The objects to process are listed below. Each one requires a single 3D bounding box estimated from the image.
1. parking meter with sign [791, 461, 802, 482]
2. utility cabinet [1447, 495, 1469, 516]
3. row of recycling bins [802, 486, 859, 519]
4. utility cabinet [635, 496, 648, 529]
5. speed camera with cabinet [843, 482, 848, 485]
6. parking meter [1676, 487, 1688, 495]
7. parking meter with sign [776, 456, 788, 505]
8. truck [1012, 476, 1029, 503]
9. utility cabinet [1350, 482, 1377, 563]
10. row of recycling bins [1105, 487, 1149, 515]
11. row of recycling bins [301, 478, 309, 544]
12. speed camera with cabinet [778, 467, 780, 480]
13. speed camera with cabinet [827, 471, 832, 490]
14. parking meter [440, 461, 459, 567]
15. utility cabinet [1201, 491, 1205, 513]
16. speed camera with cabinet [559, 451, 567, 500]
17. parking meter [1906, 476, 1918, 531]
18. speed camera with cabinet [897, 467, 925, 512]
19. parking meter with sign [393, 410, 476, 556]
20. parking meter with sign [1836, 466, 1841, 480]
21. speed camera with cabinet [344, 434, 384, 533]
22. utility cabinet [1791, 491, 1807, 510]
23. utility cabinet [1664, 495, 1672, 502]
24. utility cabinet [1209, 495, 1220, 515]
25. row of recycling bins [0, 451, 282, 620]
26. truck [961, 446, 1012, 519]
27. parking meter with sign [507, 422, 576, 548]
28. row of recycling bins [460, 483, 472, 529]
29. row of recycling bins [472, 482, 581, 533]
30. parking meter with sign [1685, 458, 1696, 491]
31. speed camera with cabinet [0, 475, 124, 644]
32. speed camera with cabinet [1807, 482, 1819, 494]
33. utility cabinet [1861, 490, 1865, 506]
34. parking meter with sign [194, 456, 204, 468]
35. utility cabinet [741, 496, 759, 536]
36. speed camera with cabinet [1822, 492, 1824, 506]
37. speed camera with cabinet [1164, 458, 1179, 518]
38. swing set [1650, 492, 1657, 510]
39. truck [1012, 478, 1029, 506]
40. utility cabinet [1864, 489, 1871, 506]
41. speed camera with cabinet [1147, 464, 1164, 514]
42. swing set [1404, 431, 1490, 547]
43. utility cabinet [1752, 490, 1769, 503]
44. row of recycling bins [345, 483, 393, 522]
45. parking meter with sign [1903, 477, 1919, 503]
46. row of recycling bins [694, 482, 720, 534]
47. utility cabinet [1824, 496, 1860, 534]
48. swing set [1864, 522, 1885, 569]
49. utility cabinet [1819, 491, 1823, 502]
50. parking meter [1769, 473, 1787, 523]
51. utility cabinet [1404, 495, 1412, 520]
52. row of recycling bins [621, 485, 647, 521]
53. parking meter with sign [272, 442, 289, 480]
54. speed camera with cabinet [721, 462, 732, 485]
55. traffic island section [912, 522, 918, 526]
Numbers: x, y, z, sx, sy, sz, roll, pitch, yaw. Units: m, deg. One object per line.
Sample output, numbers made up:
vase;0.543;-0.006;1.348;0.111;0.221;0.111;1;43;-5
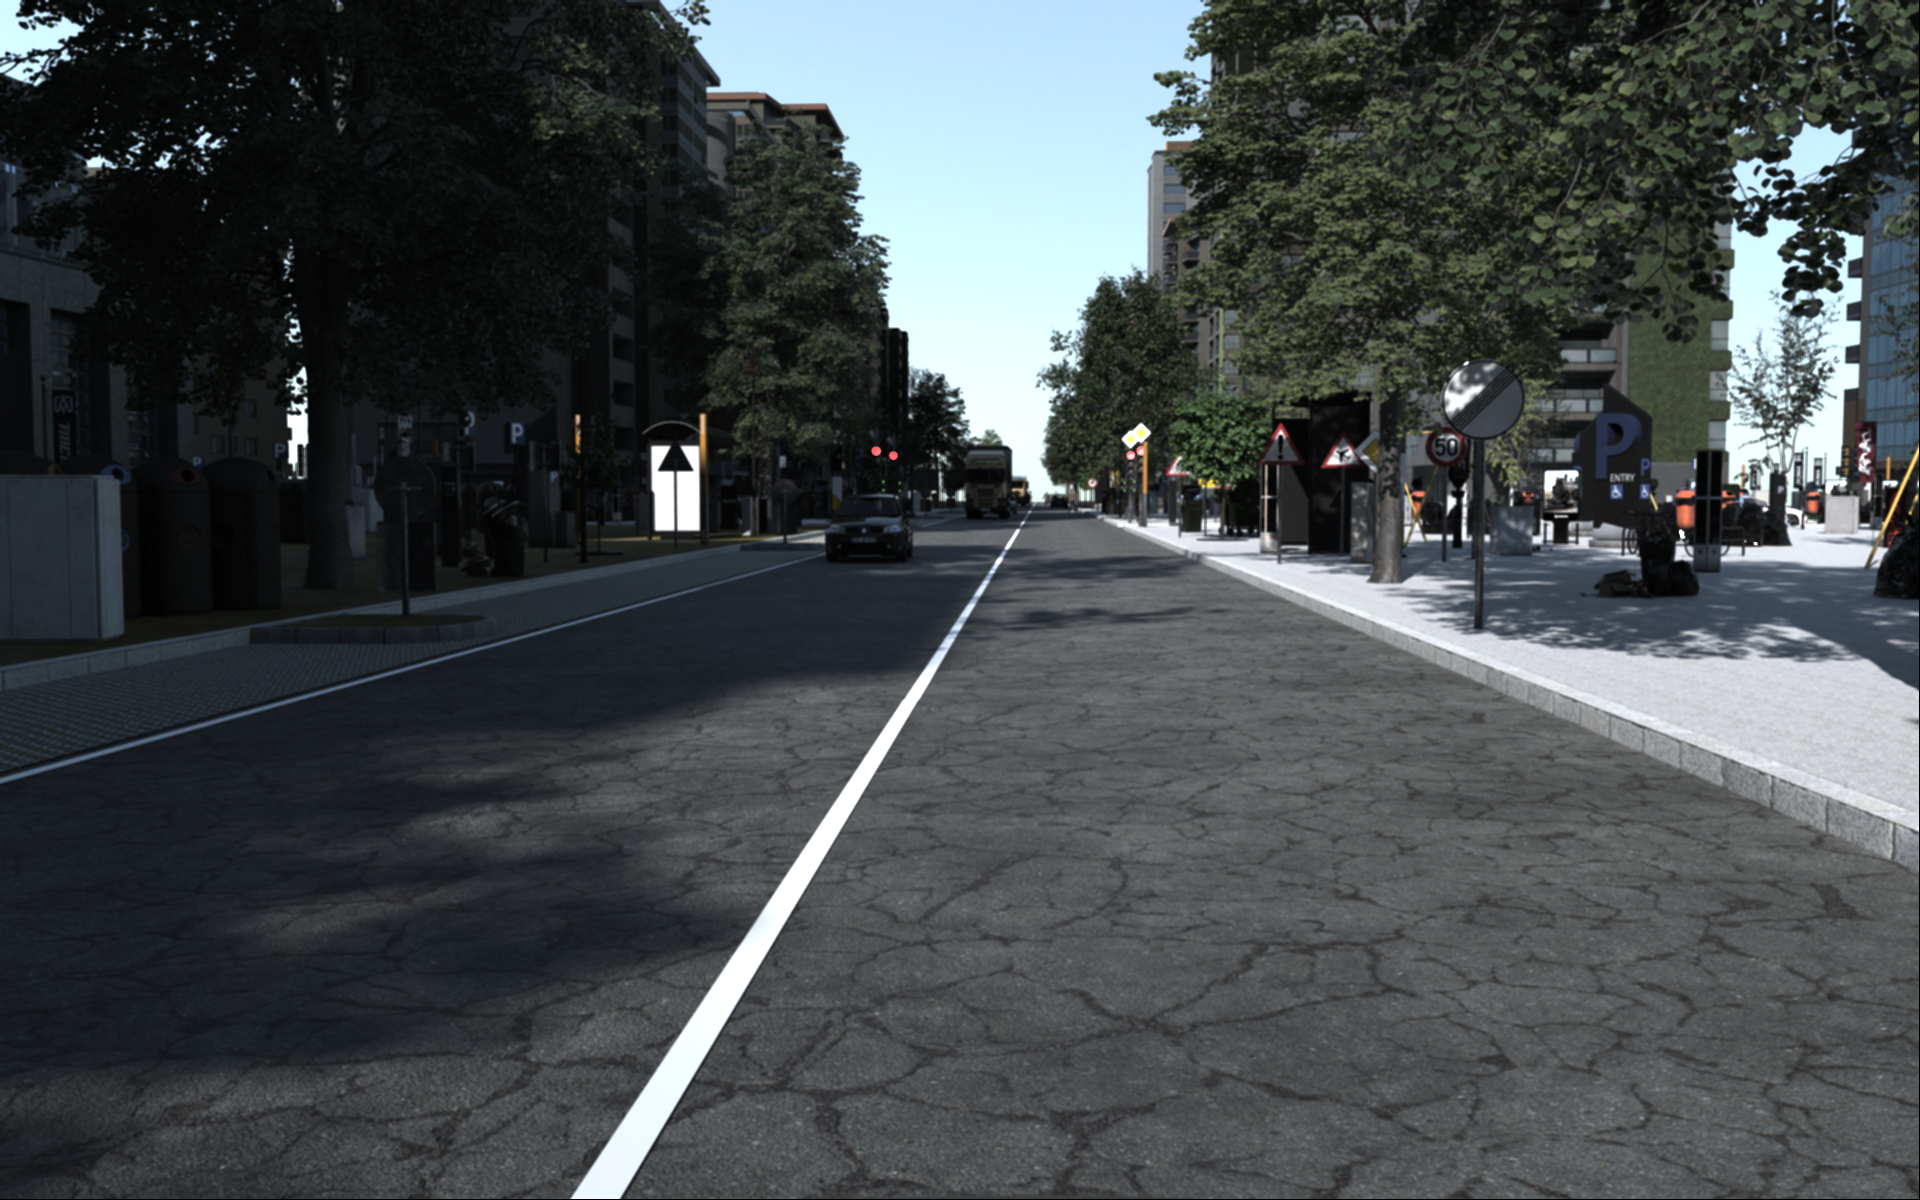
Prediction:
parking meter with sign;-9.325;-5.866;92.175;1.738;3.016;0.543;-1;4;-12
utility cabinet;23.861;-4.394;82.998;1.020;1.237;0.306;1;4;16
row of recycling bins;-6.726;-4.986;88.641;3.534;1.692;1.069;2;4;25
utility cabinet;-11.313;-3.175;63.065;1.020;1.237;0.306;-1;4;-11
speed camera with cabinet;-8.330;-8.830;138.709;2.038;3.252;0.660;-1;4;-18
parking meter;25.718;-3.260;61.717;0.372;1.533;0.369;0;3;0
parking meter with sign;-8.613;-5.006;78.103;1.738;3.016;0.543;-3;5;-43
truck;8.970;-16.444;258.623;2.967;4.110;18.799;0;4;4
utility cabinet;7.563;-1.449;32.371;0.318;1.500;1.173;1;4;22
row of recycling bins;10.024;-5.949;104.375;1.069;1.692;3.534;-2;4;-33
row of recycling bins;-17.762;-2.387;46.148;1.069;1.692;3.534;-3;4;-37
speed camera with cabinet;-12.311;-7.981;124.822;2.038;3.252;0.660;1;4;14
speed camera with cabinet;-11.475;-9.552;150.515;0.660;3.252;2.038;2;4;27
parking meter;-9.026;-1.523;30.609;0.255;1.863;0.399;-2;4;-23
utility cabinet;16.822;-7.083;124.484;1.173;1.500;0.318;2;4;32
speed camera with cabinet;-16.350;-4.545;68.638;2.038;3.252;0.660;0;4;0
parking meter;25.201;-2.457;45.883;0.255;1.863;0.399;2;4;31
speed camera with cabinet;-3.594;-8.146;127.525;2.038;3.252;0.660;-1;4;-16
parking meter with sign;-11.015;-2.442;36.185;1.738;3.016;0.543;1;4;13
parking meter with sign;55.502;-6.864;108.482;0.543;3.016;1.738;0;4;2
speed camera with cabinet;-19.889;-3.858;57.415;0.660;3.252;2.038;1;4;10
utility cabinet;69.548;-8.250;143.563;1.173;1.500;0.318;-1;4;-12
utility cabinet;47.573;-6.494;117.333;0.306;1.237;1.020;-1;4;-12
utility cabinet;15.609;-5.793;105.881;0.306;1.237;1.020;3;5;40
row of recycling bins;-8.652;-0.671;18.079;1.069;1.692;3.534;2;4;24
truck;1.725;-6.979;103.026;2.839;4.237;11.283;0;4;3
parking meter with sign;-10.009;-2.772;41.582;1.738;3.016;0.543;2;4;28
row of recycling bins;-16.929;-3.509;64.478;3.534;1.692;1.069;0;4;2
row of recycling bins;-14.180;-3.068;57.271;3.534;1.692;1.069;-1;4;-11
parking meter with sign;35.840;-5.415;84.791;0.543;3.016;1.738;0;4;5
speed camera with cabinet;-8.425;-1.262;14.965;2.038;3.252;0.660;0;4;-7
speed camera with cabinet;63.095;-8.183;128.129;0.660;3.252;2.038;2;4;34
utility cabinet;74.079;-8.251;143.579;0.318;1.500;1.173;-3;5;-43
parking meter with sign;-35.406;-5.191;81.126;0.543;3.016;1.738;0;4;-5
utility cabinet;-6.533;-2.620;53.998;0.306;1.237;1.020;1;4;8
speed camera with cabinet;60.601;-7.646;119.352;0.660;3.252;2.038;-3;5;-45
speed camera with cabinet;11.650;-6.139;94.707;0.660;3.252;2.038;0;4;5
swing set;24.047;-4.051;63.851;2.862;2.851;3.119;0;4;-6
truck;6.502;-12.768;204.686;3.469;3.379;9.791;0;4;4
utility cabinet;58.549;-6.227;110.493;1.173;1.500;0.318;1;4;20
speed camera with cabinet;12.766;-7.289;113.512;0.660;3.252;2.038;-2;4;-27
swing set;11.533;-2.801;43.410;2.862;2.851;3.119;-1;4;-22
utility cabinet;43.933;-5.267;94.787;1.173;1.500;0.318;-1;4;-11
row of recycling bins;-22.919;-3.634;66.533;1.069;1.692;3.534;3;5;41
parking meter with sign;69.681;-7.982;126.771;1.738;3.016;0.543;0;4;-8
row of recycling bins;-8.635;-3.086;57.570;1.069;1.692;3.534;-1;4;-15
utility cabinet;28.245;-2.710;55.469;0.306;1.237;1.020;-2;4;-26
swing set;17.488;-1.915;28.925;3.119;2.851;2.862;-1;4;-23
utility cabinet;71.777;-8.256;143.664;1.173;1.500;0.318;-1;4;-16
parking meter;22.691;-2.591;48.067;0.399;1.863;0.255;-1;4;-13
utility cabinet;21.973;-4.571;85.904;1.020;1.237;0.306;-2;4;-29
row of recycling bins;-14.393;-4.628;82.782;3.534;1.692;1.069;-1;4;-10
parking meter with sign;-22.954;-3.752;57.605;0.543;3.016;1.738;0;4;4
speed camera with cabinet;-14.230;-6.887;106.943;0.660;3.252;2.038;-1;4;-23
traffic island section;-2.949;-3.345;76.971;2.009;0.180;2.903;0;4;3
